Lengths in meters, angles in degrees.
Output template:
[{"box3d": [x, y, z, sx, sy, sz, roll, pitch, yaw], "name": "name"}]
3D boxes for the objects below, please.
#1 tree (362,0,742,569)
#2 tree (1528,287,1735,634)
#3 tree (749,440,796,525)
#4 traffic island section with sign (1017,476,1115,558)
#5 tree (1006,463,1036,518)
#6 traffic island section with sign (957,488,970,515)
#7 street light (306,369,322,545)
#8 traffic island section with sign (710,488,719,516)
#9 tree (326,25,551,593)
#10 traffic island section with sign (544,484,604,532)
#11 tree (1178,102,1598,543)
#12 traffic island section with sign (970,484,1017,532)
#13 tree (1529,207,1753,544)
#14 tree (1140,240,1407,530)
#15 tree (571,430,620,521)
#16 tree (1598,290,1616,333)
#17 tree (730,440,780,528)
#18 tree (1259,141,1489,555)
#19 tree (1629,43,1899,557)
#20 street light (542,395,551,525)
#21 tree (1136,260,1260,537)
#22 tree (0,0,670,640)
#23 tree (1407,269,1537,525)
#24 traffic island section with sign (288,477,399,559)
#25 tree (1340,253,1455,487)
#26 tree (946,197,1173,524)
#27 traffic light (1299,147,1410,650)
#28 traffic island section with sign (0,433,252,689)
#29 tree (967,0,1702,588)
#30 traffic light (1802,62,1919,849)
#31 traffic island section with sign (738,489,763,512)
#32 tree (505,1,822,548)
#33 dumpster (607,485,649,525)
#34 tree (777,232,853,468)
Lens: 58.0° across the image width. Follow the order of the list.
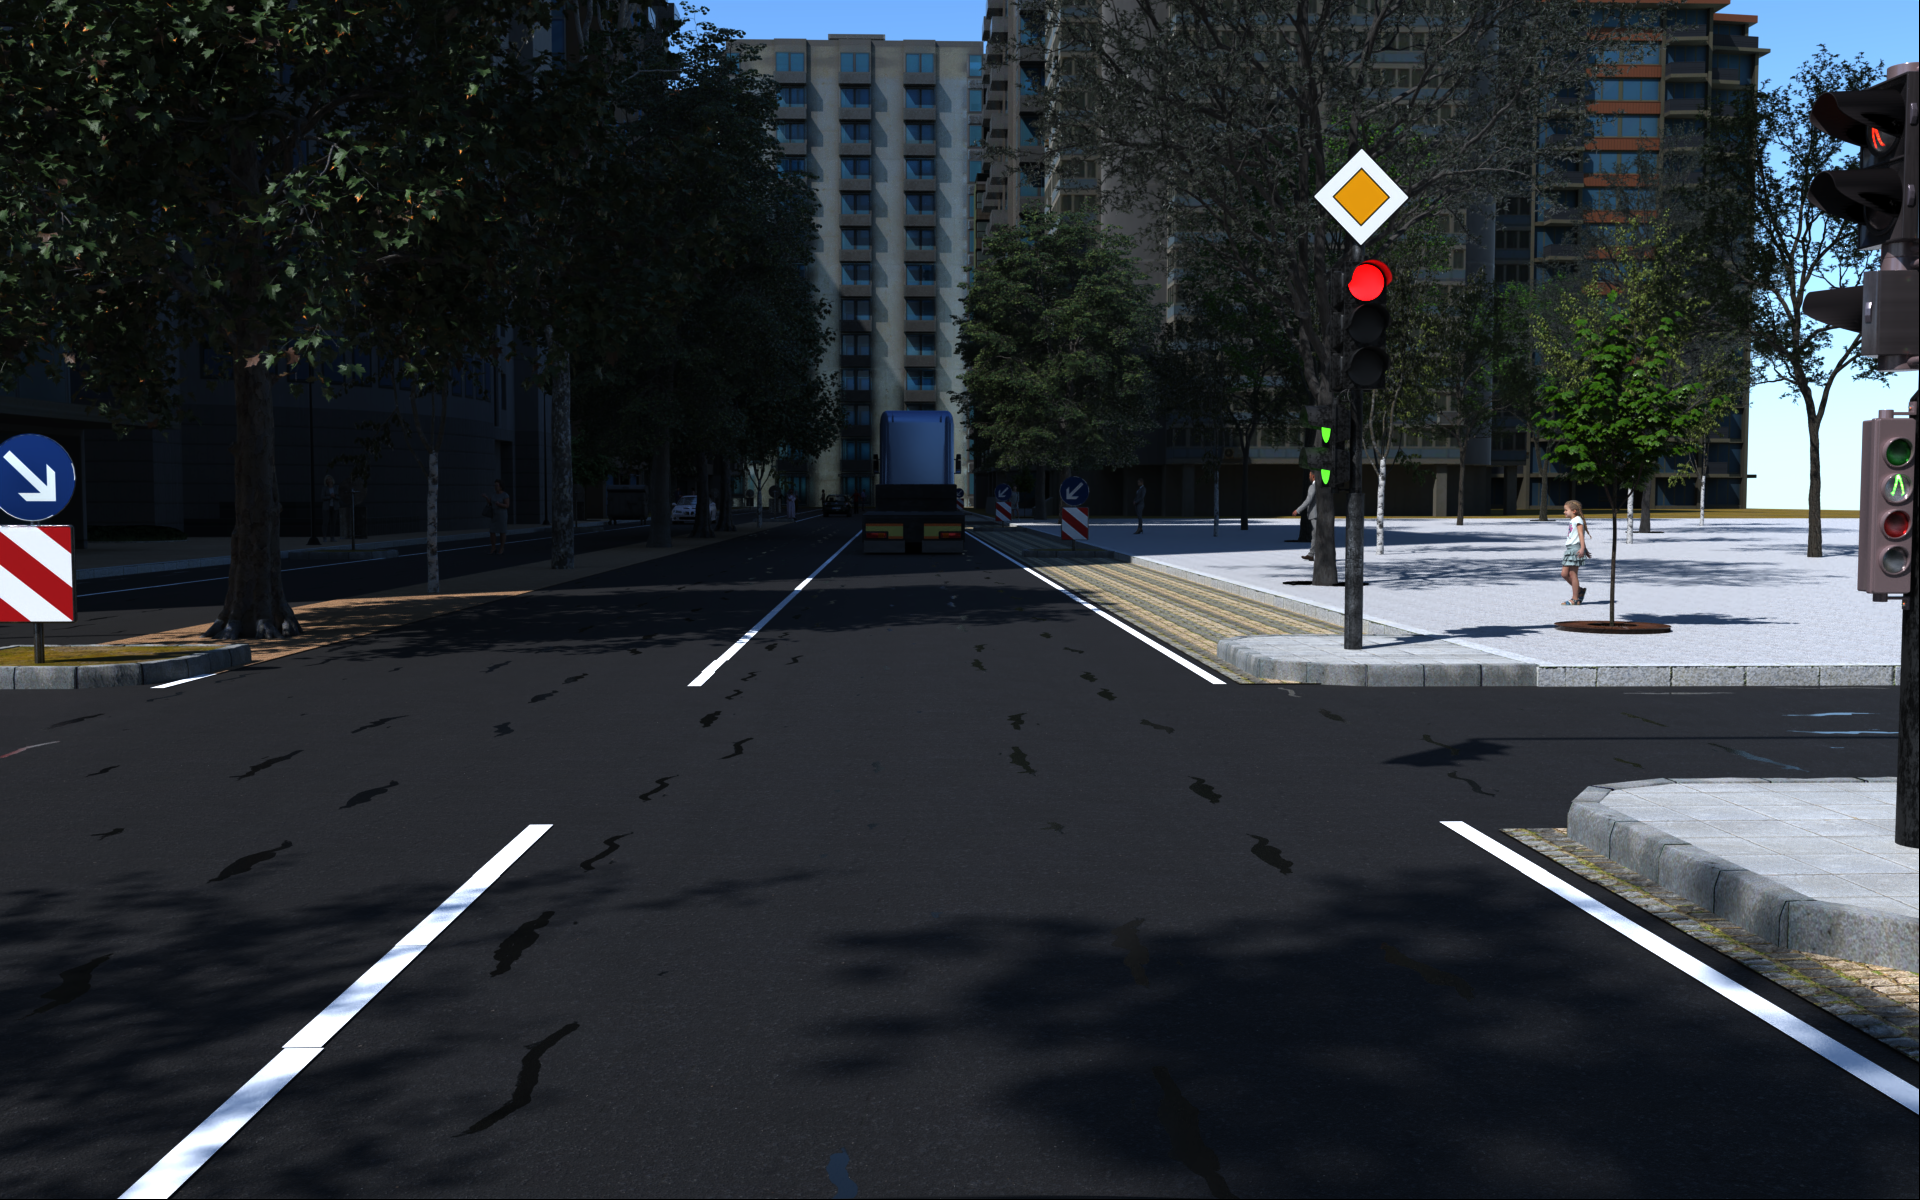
[{"box3d": [-8.815, -10.696, 33.225, 12.611, 20.169, 13.585, 0, 3, 0], "name": "tree"}, {"box3d": [6.136, -1.333, 16.390, 1.663, 3.219, 1.824, 0, 3, 0], "name": "tree"}, {"box3d": [-9.011, -7.665, 78.150, 4.737, 8.622, 4.395, 0, 3, 0], "name": "tree"}, {"box3d": [2.432, -1.892, 39.567, 1.989, 1.847, 2.006, 0, 4, -2], "name": "traffic island section with sign"}, {"box3d": [3.508, -6.061, 93.694, 1.663, 3.219, 1.824, 0, 3, 0], "name": "tree"}, {"box3d": [-0.185, -6.618, 116.833, 1.989, 1.847, 2.006, 0, 4, -2], "name": "traffic island section with sign"}, {"box3d": [-15.715, -4.334, 43.404, 1.470, 5.913, 1.316, 0, 4, -2], "name": "street light"}, {"box3d": [-16.357, -6.541, 115.577, 1.989, 1.847, 2.006, 0, 4, -2], "name": "traffic island section with sign"}, {"box3d": [-7.646, -4.417, 25.042, 4.360, 8.622, 3.978, 0, 3, 0], "name": "tree"}, {"box3d": [-14.687, -3.516, 66.122, 1.989, 1.847, 2.006, 0, 4, -2], "name": "traffic island section with sign"}, {"box3d": [9.388, -7.342, 45.792, 9.928, 11.665, 9.643, 0, 3, 0], "name": "tree"}, {"box3d": [1.517, -3.547, 66.626, 1.989, 1.847, 2.006, 0, 4, -2], "name": "traffic island section with sign"}, {"box3d": [17.176, -5.771, 44.718, 4.737, 8.622, 4.395, 0, 3, 0], "name": "tree"}, {"box3d": [9.905, -7.757, 61.234, 8.767, 10.594, 7.601, 3, 5, 40], "name": "tree"}, {"box3d": [-18.135, -6.095, 83.365, 4.285, 4.588, 4.351, 0, 3, 0], "name": "tree"}, {"box3d": [27.496, -9.532, 81.606, 9.928, 11.665, 9.643, 0, 3, 0], "name": "tree"}, {"box3d": [-8.547, -7.372, 73.344, 4.360, 8.622, 3.978, 0, 3, 0], "name": "tree"}, {"box3d": [9.020, -5.284, 36.758, 4.360, 8.622, 3.978, 0, 3, 0], "name": "tree"}, {"box3d": [17.635, -6.161, 35.150, 8.767, 10.594, 7.601, 3, 5, 42], "name": "tree"}, {"box3d": [-16.711, -6.086, 72.054, 1.470, 5.913, 1.316, 0, 4, -2], "name": "street light"}, {"box3d": [7.499, -6.221, 52.077, 4.360, 8.622, 3.978, 0, 3, 0], "name": "tree"}, {"box3d": [-7.077, -5.977, 17.184, 9.611, 12.733, 9.660, 0, 3, 0], "name": "tree"}, {"box3d": [20.873, -8.350, 70.930, 7.601, 10.594, 8.767, -1, 4, -19], "name": "tree"}, {"box3d": [-13.773, -1.854, 38.934, 1.989, 1.847, 2.006, 0, 4, -2], "name": "traffic island section with sign"}, {"box3d": [12.850, -6.252, 52.589, 4.737, 8.622, 4.395, 0, 3, 0], "name": "tree"}, {"box3d": [4.402, -10.185, 73.184, 9.857, 13.997, 8.962, 0, 3, 0], "name": "tree"}, {"box3d": [3.236, -1.548, 14.224, 0.839, 4.253, 0.868, 0, 4, -2], "name": "traffic light"}, {"box3d": [-6.990, -0.337, 13.654, 2.006, 1.907, 1.989, 0, 4, -2], "name": "traffic island section with sign"}, {"box3d": [5.043, -6.955, 24.087, 12.009, 13.543, 11.850, 0, 3, 0], "name": "tree"}, {"box3d": [1.418, -1.918, 6.031, 4.771, 5.953, 1.251, 0, 4, -2], "name": "traffic light"}, {"box3d": [-17.290, -8.218, 142.993, 1.989, 1.847, 2.006, 0, 4, -2], "name": "traffic island section with sign"}, {"box3d": [-8.059, -8.374, 46.035, 9.857, 13.997, 8.962, 0, 3, 0], "name": "tree"}, {"box3d": [-15.433, -4.418, 80.453, 1.865, 1.857, 1.264, 0, 4, -1], "name": "dumpster"}, {"box3d": [-8.433, -8.378, 56.448, 9.611, 12.733, 9.660, 0, 3, 0], "name": "tree"}]
